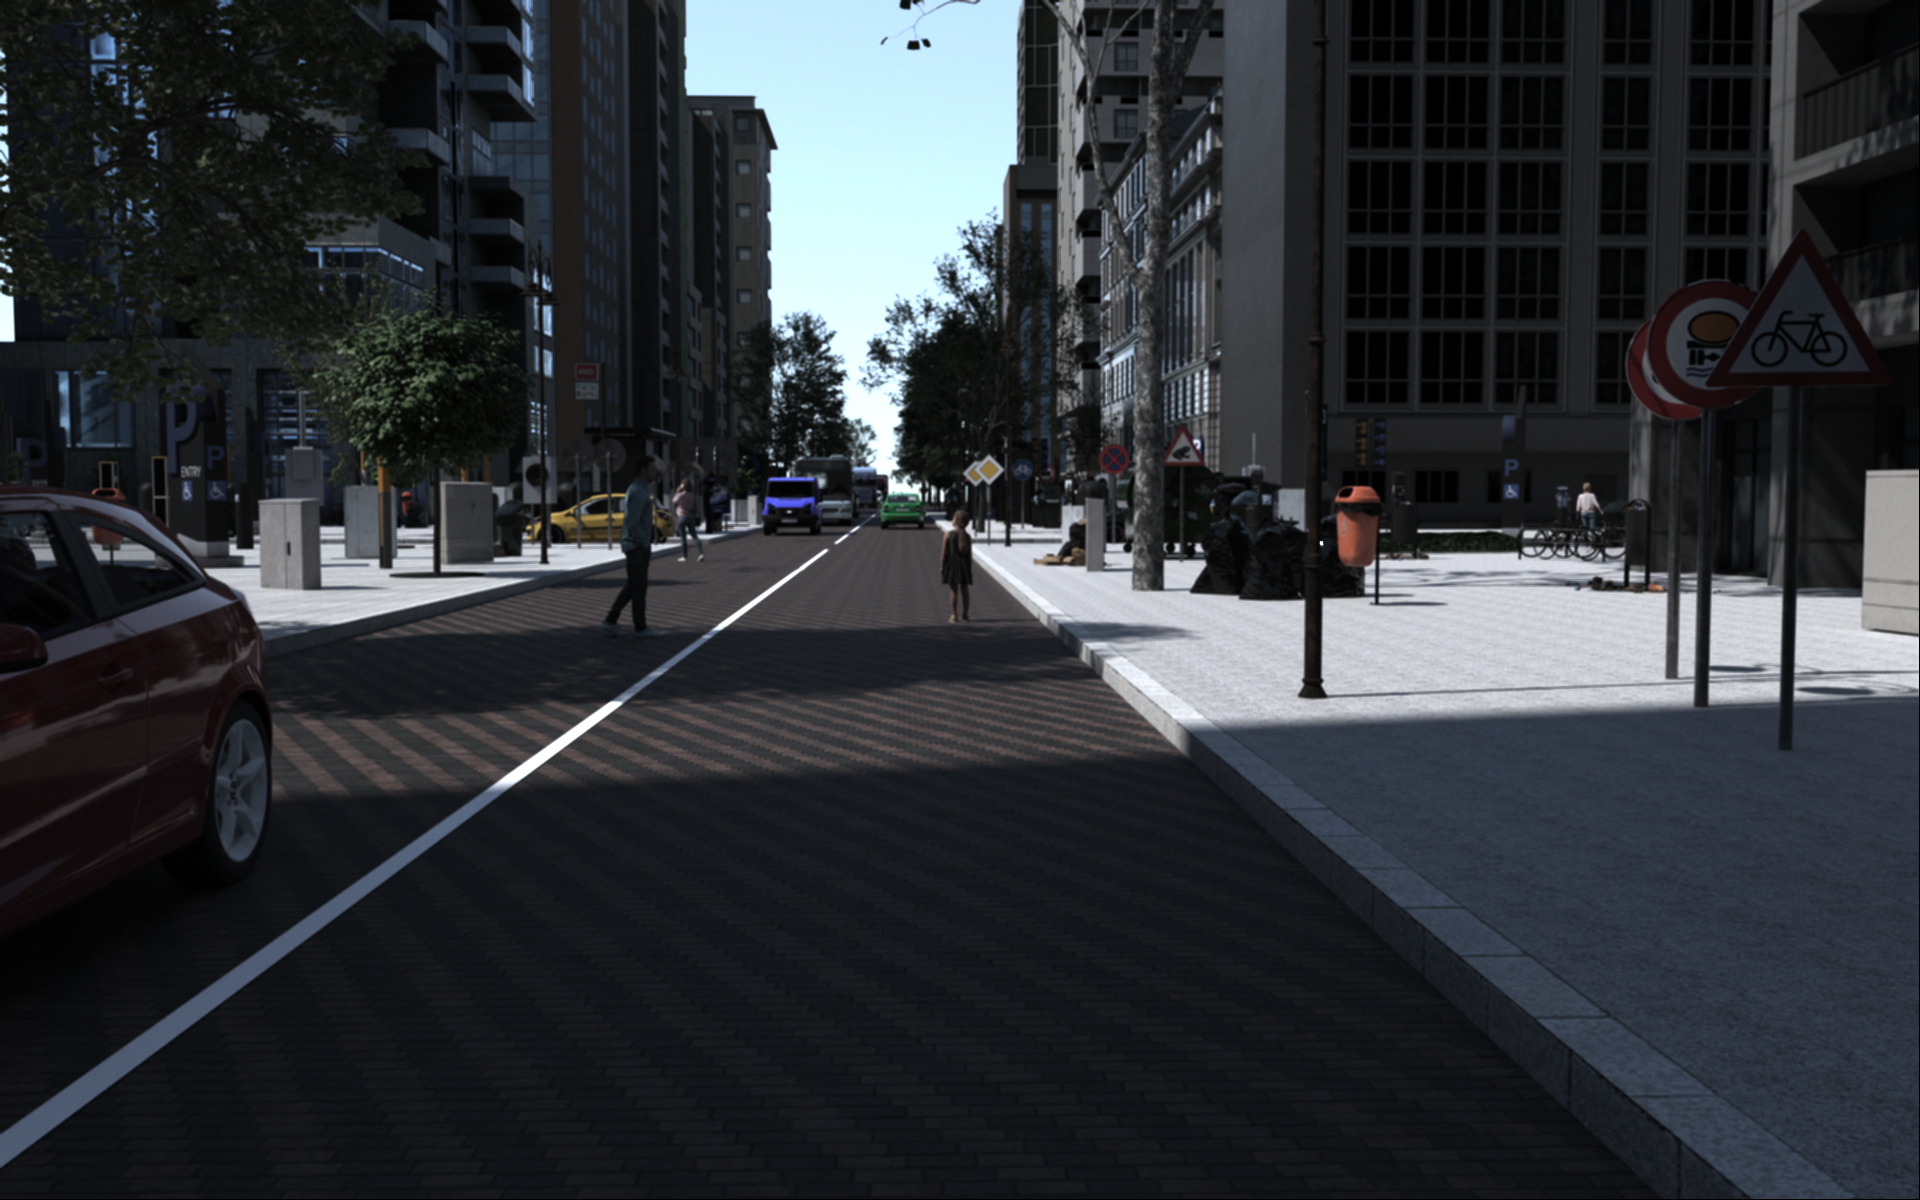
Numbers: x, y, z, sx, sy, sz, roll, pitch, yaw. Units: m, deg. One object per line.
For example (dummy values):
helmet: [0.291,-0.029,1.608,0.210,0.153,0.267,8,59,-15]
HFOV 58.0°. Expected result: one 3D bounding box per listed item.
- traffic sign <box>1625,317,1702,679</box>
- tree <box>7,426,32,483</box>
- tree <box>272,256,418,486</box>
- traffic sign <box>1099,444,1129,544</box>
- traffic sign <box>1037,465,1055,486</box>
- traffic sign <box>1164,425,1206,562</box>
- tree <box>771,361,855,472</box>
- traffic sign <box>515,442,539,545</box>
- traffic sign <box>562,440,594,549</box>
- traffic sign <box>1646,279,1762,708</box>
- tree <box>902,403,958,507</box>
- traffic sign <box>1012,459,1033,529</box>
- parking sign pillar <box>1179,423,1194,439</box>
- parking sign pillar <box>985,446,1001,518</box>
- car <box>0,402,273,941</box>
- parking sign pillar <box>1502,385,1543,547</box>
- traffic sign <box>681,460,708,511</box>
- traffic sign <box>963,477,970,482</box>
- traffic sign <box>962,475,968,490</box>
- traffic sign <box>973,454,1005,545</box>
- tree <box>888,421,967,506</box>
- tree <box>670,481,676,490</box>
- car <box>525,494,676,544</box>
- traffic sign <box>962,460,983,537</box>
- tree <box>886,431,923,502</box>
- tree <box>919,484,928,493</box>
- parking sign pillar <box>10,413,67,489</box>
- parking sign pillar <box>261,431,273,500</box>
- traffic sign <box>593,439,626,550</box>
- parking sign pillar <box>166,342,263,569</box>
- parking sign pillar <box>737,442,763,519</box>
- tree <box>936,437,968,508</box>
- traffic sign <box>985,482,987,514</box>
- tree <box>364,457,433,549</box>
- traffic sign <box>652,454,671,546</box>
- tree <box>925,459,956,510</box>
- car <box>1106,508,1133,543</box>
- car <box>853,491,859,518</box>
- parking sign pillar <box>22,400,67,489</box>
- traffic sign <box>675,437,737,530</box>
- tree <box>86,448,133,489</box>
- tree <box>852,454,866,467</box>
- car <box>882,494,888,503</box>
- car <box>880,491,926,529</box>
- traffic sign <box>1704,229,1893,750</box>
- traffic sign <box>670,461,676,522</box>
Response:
traffic sign: [4.940,-0.724,11.945,0.768,2.556,0.104,0,4,1]
tree: [-22.901,-2.841,41.056,1.663,3.219,1.824,0,3,0]
tree: [-18.518,-6.274,52.945,4.737,8.622,4.395,0,3,0]
traffic sign: [3.943,-2.704,44.322,0.768,2.556,0.104,0,4,8]
traffic sign: [3.723,-4.586,75.089,0.768,2.556,0.104,0,4,5]
traffic sign: [4.170,-1.991,32.559,0.884,2.594,0.081,0,4,-1]
tree: [-12.546,-13.902,145.423,7.486,12.596,7.792,0,3,0]
traffic sign: [-10.746,-2.662,43.528,0.884,2.594,0.081,0,4,-1]
traffic sign: [-8.947,-2.479,40.635,0.768,2.556,0.104,0,4,2]
traffic sign: [4.470,-0.628,10.366,0.768,2.556,0.104,0,4,5]
tree: [-2.513,-15.896,178.027,7.486,12.596,7.792,0,3,0]
traffic sign: [2.291,-3.857,63.165,0.768,2.556,0.104,0,4,-2]
parking sign pillar: [8.464,-4.679,64.975,1.447,3.967,1.447,-1,4,-22]
parking sign pillar: [1.994,-6.405,93.186,1.447,3.967,1.447,-1,4,-11]
car: [-3.460,0.253,4.903,2.155,1.783,4.494,0,4,-3]
parking sign pillar: [13.582,-3.302,42.464,1.447,3.967,1.447,1,4,23]
traffic sign: [-7.827,-2.898,51.025,0.795,2.450,0.064,0,4,-2]
traffic sign: [0.570,-4.520,73.902,0.884,2.594,0.081,0,4,3]
traffic sign: [0.494,-6.571,107.535,0.768,2.556,0.104,0,4,1]
traffic sign: [0.724,-2.425,43.294,0.795,2.450,0.064,0,4,-2]
tree: [-3.290,-16.937,193.924,9.611,12.733,9.660,0,3,0]
tree: [-18.927,-7.374,115.170,1.663,3.219,1.824,0,3,0]
car: [-9.719,-2.244,46.910,3.980,1.641,2.015,0,4,-3]
traffic sign: [0.464,-2.913,51.275,0.795,2.450,0.064,0,4,-2]
tree: [-5.211,-20.055,238.272,12.009,13.543,11.850,0,3,0]
tree: [-5.905,-17.659,283.318,1.663,3.219,1.824,0,3,0]
parking sign pillar: [-32.279,-4.395,60.329,1.447,3.967,1.447,2,4,30]
parking sign pillar: [-21.895,-4.017,54.150,1.447,3.967,1.447,0,4,-7]
traffic sign: [-8.054,-2.428,39.799,0.768,2.556,0.104,0,4,4]
parking sign pillar: [-13.356,-2.560,30.326,1.447,3.967,1.447,3,5,39]
parking sign pillar: [-10.659,-6.060,87.556,1.447,3.967,1.447,-2,4,-24]
tree: [-1.153,-12.615,156.623,4.360,8.622,3.978,0,3,0]
traffic sign: [1.372,-5.790,94.773,0.768,2.556,0.104,0,4,0]
tree: [-13.483,-2.834,40.945,1.663,3.219,1.824,0,3,0]
traffic sign: [-7.566,-2.410,43.045,0.795,2.450,0.064,0,4,-2]
tree: [-1.225,-9.734,142.871,4.285,4.588,4.351,0,3,0]
car: [5.313,-2.267,46.855,4.222,1.686,2.009,0,3,0]
car: [-7.312,-6.008,106.905,2.281,1.827,5.304,0,4,-1]
parking sign pillar: [-26.258,-3.785,50.352,1.447,3.967,1.447,-2,4,-24]
traffic sign: [-9.093,-4.172,62.079,2.265,3.308,0.079,0,4,7]
tree: [-34.537,-4.652,70.667,1.663,3.219,1.824,0,3,0]
tree: [-16.840,-20.415,284.141,4.737,8.622,4.395,0,3,0]
car: [-5.537,-8.272,145.036,2.009,1.686,4.222,0,4,-2]
car: [-2.377,-3.868,72.038,1.959,1.807,4.718,0,4,-1]
traffic sign: [4.141,-0.527,8.617,0.884,2.594,0.081,0,4,7]
traffic sign: [-10.878,-4.024,65.897,0.768,2.556,0.104,0,4,8]
